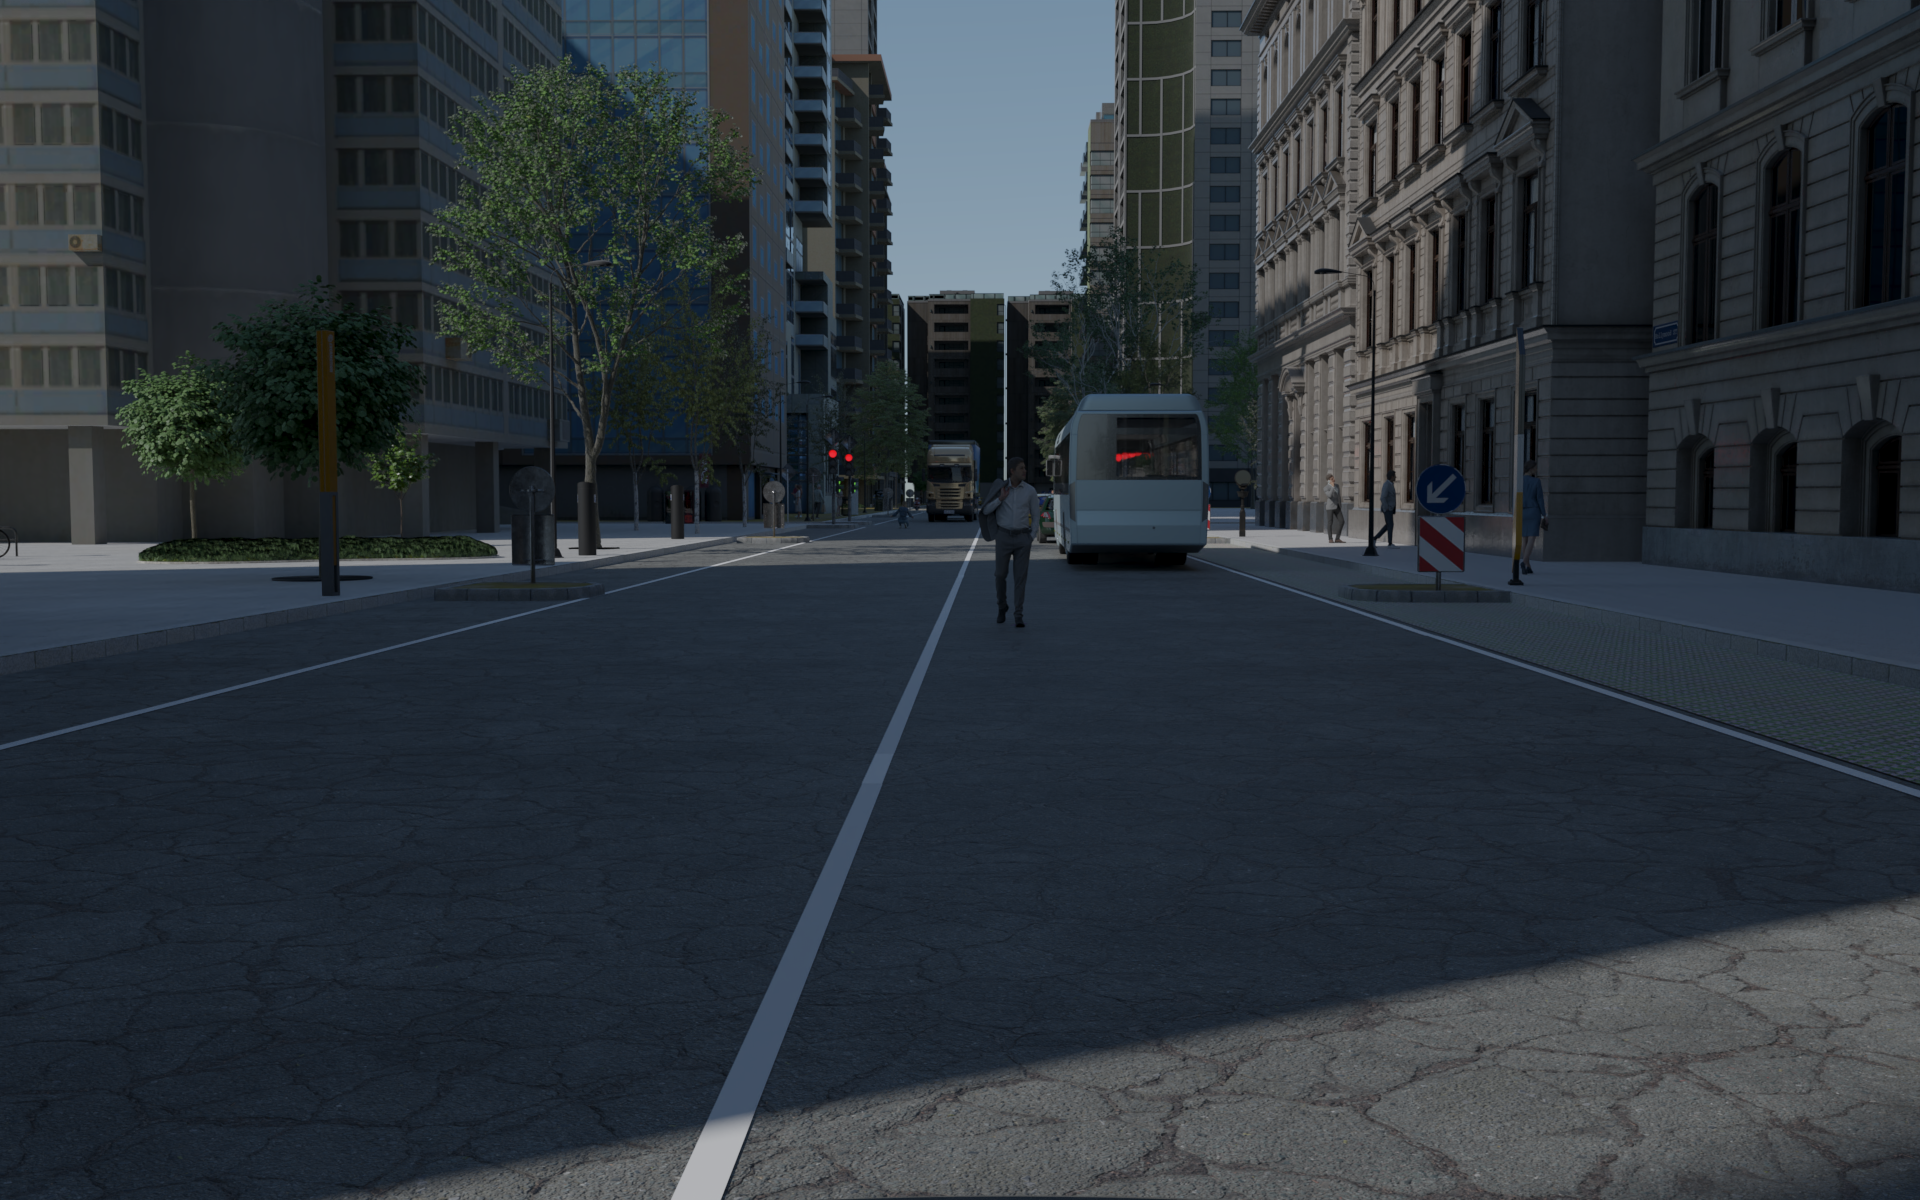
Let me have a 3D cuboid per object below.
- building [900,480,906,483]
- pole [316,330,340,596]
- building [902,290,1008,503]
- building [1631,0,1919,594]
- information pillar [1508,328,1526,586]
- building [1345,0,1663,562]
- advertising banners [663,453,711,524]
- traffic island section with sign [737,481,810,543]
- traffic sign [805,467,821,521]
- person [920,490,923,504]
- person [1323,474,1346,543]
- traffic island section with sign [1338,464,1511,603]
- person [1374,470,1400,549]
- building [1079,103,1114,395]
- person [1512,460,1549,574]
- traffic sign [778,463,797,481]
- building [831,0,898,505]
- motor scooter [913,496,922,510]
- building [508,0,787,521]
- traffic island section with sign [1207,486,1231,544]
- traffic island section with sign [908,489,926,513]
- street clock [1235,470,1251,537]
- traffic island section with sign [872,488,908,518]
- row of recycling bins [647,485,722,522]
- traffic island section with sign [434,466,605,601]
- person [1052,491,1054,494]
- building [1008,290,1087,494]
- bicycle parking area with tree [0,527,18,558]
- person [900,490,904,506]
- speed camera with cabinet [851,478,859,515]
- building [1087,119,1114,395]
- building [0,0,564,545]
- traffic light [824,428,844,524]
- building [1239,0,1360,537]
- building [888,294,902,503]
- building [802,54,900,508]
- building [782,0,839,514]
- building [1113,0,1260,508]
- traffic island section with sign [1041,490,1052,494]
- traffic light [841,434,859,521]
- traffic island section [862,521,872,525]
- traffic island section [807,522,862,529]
[{"bbox_3d":[-21.836,-34.544,219.414,28.867,44.769,22.147,0,4,1],"label":"building"},{"bbox_3d":[-7.927,-1.706,21.730,0.158,3.312,0.155,0,3,0],"label":"pole"},{"bbox_3d":[-0.519,-29.177,248.748,14.107,30.474,14.160,0,4,1],"label":"building"},{"bbox_3d":[17.337,-11.926,14.071,14.460,24.649,34.723,0,4,1],"label":"building"},{"bbox_3d":[7.826,-2.012,24.256,0.183,3.616,0.504,1,4,13],"label":"information pillar"},{"bbox_3d":[15.946,-10.801,41.229,10.561,19.102,19.286,0,4,1],"label":"building"},{"bbox_3d":[-11.721,-4.785,74.429,2.074,3.025,0.090,0,4,-4],"label":"advertising banners"},{"bbox_3d":[-5.498,-2.609,51.293,1.989,1.847,2.006,0,4,1],"label":"traffic island section with sign"},{"bbox_3d":[-6.992,-5.036,82.451,0.768,2.556,0.104,0,4,8],"label":"traffic sign"},{"bbox_3d":[-4.751,-12.678,213.423,0.705,1.812,1.348,0,4,2],"label":"person"},{"bbox_3d":[9.791,-2.387,45.253,0.592,1.802,0.473,-1,4,-15],"label":"person"},{"bbox_3d":[6.259,-0.919,23.652,1.989,1.847,2.006,0,4,1],"label":"traffic island section with sign"},{"bbox_3d":[10.017,-2.136,40.810,0.795,1.843,0.661,2,4,31],"label":"person"},{"bbox_3d":[26.213,-36.365,214.174,23.786,49.044,30.456,0,4,1],"label":"building"},{"bbox_3d":[9.077,-1.326,27.740,0.654,1.822,0.581,-3,5,-40],"label":"person"},{"bbox_3d":[-7.337,-4.520,73.640,0.795,2.593,0.064,0,4,4],"label":"traffic sign"},{"bbox_3d":[-17.533,-46.259,194.591,20.563,71.187,20.611,0,4,1],"label":"building"},{"bbox_3d":[-3.443,-7.697,138.623,0.815,1.314,1.986,0,4,-1],"label":"motor scooter"},{"bbox_3d":[-16.768,-26.849,89.099,14.600,45.320,14.200,0,4,1],"label":"building"},{"bbox_3d":[6.803,-2.571,50.657,1.989,1.847,2.006,0,4,1],"label":"traffic island section with sign"},{"bbox_3d":[-3.807,-7.661,133.886,1.989,1.847,2.006,0,4,1],"label":"traffic island section with sign"},{"bbox_3d":[8.479,-2.898,51.955,0.471,2.002,0.358,0,4,6],"label":"street clock"},{"bbox_3d":[-4.375,-5.998,106.703,1.989,1.847,2.006,0,4,1],"label":"traffic island section with sign"},{"bbox_3d":[-12.886,-4.518,80.979,3.534,1.692,1.069,0,4,1],"label":"row of recycling bins"},{"bbox_3d":[-6.062,-0.952,24.188,1.989,1.847,2.006,0,4,1],"label":"traffic island section with sign"},{"bbox_3d":[8.763,-9.511,164.550,0.434,1.755,0.990,2,4,26],"label":"person"},{"bbox_3d":[13.601,-29.207,249.228,14.107,30.474,14.160,0,4,1],"label":"building"},{"bbox_3d":[-21.591,-2.712,31.348,9.016,4.147,8.231,0,4,-2],"label":"bicycle parking area with tree"},{"bbox_3d":[-6.372,-11.341,192.200,0.721,1.736,1.217,-1,4,-12],"label":"person"},{"bbox_3d":[-6.484,-6.802,105.547,0.660,3.252,2.038,0,4,-2],"label":"speed camera with cabinet"},{"bbox_3d":[21.029,-31.095,191.991,14.154,41.232,14.086,0,4,1],"label":"building"},{"bbox_3d":[-26.516,-22.411,58.295,23.993,40.220,32.217,0,4,1],"label":"building"},{"bbox_3d":[-5.337,-5.164,73.349,0.839,4.253,0.868,0,4,1],"label":"traffic light"},{"bbox_3d":[16.635,-14.176,60.662,11.050,23.489,19.941,0,4,1],"label":"building"},{"bbox_3d":[-15.116,-29.221,249.471,14.107,30.474,14.160,0,4,1],"label":"building"},{"bbox_3d":[-18.082,-31.565,170.711,22.147,44.769,28.867,0,4,1],"label":"building"},{"bbox_3d":[-19.593,-49.663,124.656,22.319,86.520,31.000,0,4,1],"label":"building"},{"bbox_3d":[24.136,-44.962,173.376,20.563,71.187,20.611,0,4,1],"label":"building"},{"bbox_3d":[10.076,-12.370,210.879,1.989,1.847,2.006,0,4,1],"label":"traffic island section with sign"},{"bbox_3d":[-5.174,-5.652,81.332,0.839,4.253,0.868,0,4,1],"label":"traffic light"},{"bbox_3d":[-5.214,-3.620,81.468,2.009,0.180,2.903,0,4,1],"label":"traffic island section"},{"bbox_3d":[-5.377,-3.132,73.485,2.009,0.180,2.903,0,4,1],"label":"traffic island section"}]
